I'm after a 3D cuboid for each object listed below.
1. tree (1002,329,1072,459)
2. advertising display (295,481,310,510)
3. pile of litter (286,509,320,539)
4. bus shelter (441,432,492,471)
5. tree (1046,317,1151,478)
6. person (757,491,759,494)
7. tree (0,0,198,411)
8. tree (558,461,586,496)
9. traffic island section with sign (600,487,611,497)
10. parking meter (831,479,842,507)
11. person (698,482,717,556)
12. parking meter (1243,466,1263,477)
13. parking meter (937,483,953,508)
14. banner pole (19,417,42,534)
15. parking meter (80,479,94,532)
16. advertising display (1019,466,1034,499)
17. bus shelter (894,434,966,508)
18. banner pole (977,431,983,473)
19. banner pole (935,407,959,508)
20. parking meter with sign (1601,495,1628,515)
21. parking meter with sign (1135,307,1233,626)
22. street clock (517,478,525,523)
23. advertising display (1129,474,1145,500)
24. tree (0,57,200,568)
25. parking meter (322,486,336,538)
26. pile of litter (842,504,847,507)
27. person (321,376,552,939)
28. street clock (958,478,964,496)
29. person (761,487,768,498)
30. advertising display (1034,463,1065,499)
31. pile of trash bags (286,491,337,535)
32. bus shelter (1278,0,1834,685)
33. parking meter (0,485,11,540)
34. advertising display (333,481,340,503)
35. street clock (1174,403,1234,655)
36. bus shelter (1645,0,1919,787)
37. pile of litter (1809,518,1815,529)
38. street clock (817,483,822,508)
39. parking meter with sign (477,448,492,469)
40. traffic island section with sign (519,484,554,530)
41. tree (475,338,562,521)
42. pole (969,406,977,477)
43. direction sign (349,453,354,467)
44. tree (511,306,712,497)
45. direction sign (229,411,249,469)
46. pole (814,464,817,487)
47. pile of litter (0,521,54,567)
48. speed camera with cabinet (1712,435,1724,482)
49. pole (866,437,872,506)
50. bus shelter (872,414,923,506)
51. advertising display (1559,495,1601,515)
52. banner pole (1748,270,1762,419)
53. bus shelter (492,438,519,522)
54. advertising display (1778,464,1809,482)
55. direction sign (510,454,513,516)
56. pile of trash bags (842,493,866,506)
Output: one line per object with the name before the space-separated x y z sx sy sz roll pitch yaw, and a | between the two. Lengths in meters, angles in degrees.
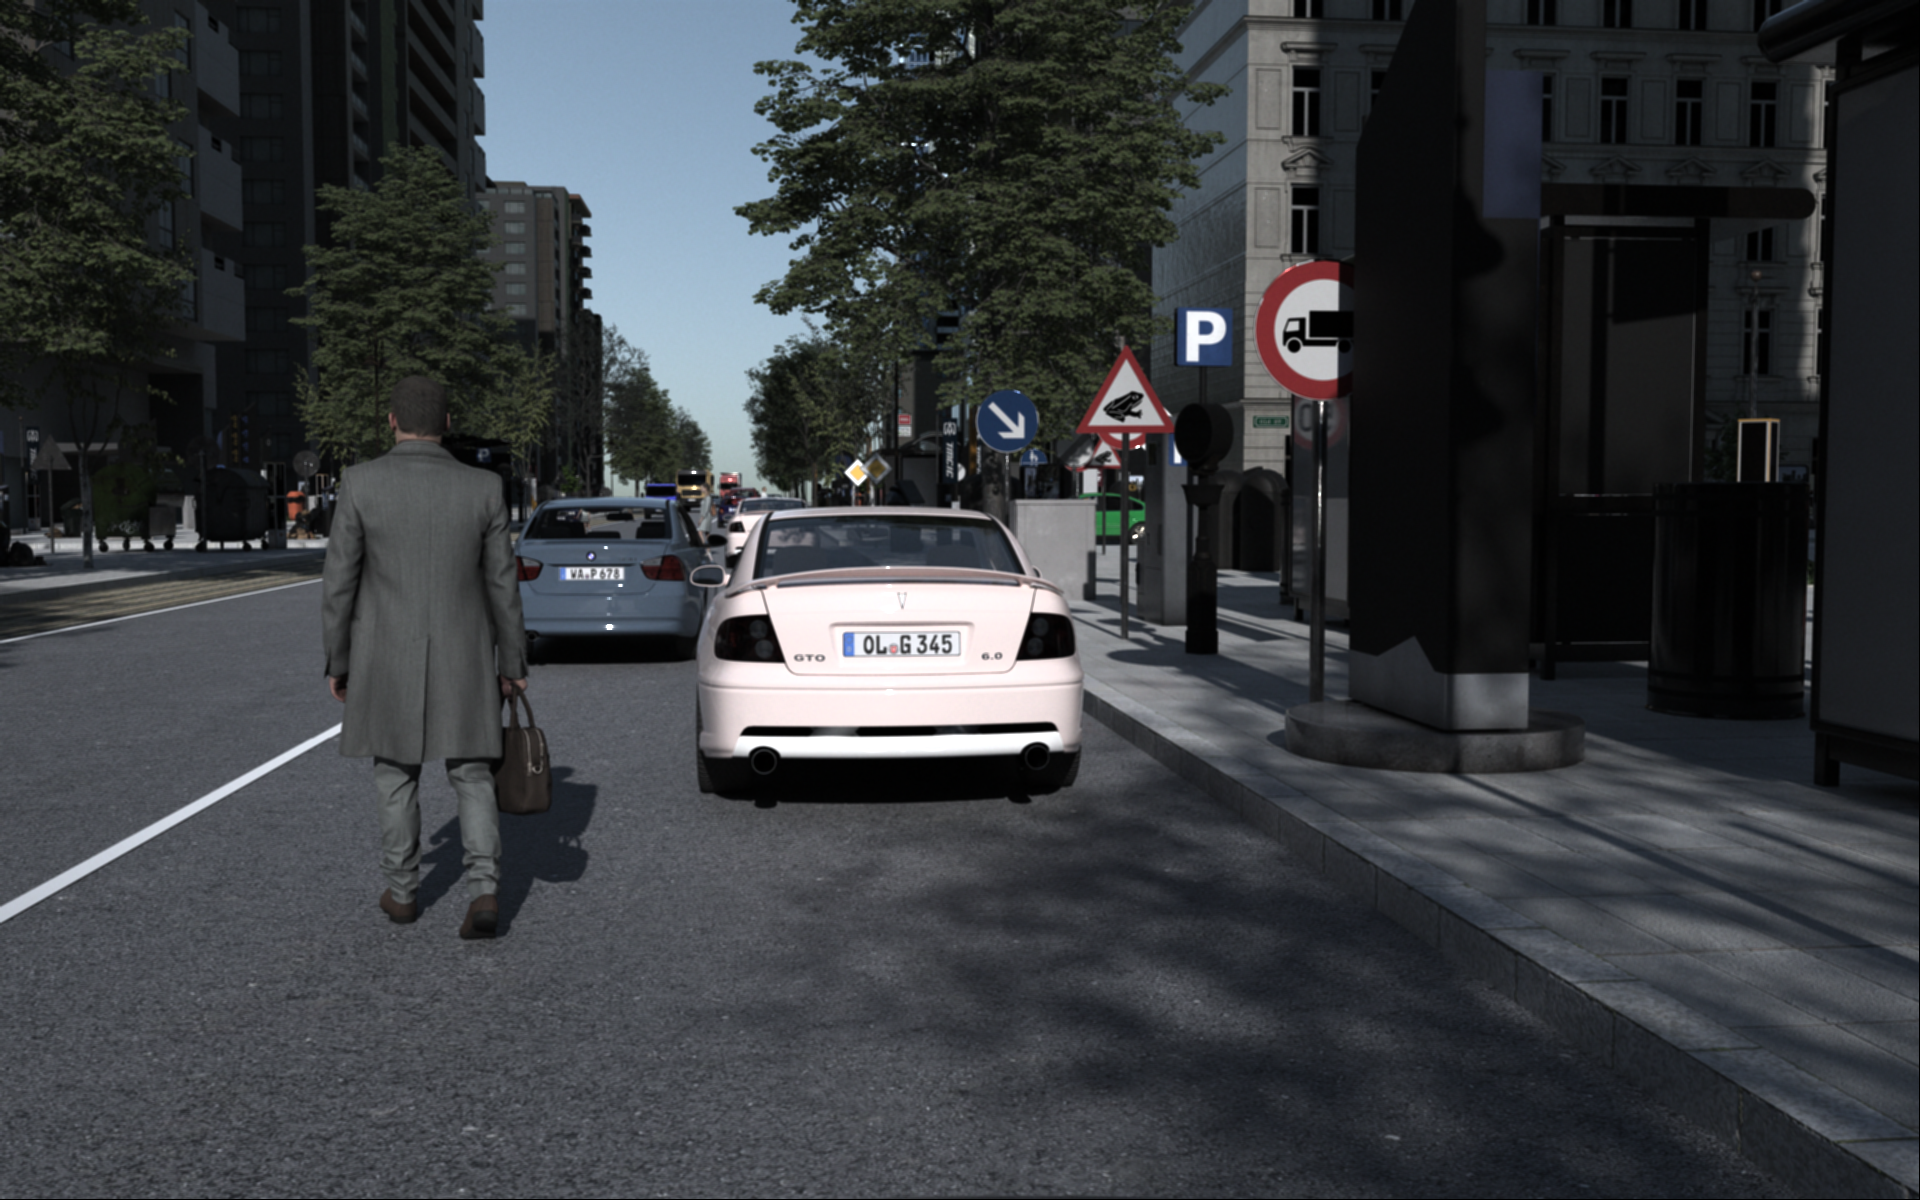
tree | 2.825 -7.536 73.575 4.737 8.622 4.395 0 3 0
advertising display | -31.682 -4.788 83.497 0.123 1.923 0.974 1 4 13
pile of litter | -18.909 -2.165 49.370 1.176 0.858 1.719 -3 5 -42
bus shelter | -20.048 -4.730 68.615 1.731 3.624 6.357 0 4 -7
tree | 5.232 -7.186 67.853 4.360 8.622 3.978 0 3 0
person | -27.211 -13.776 233.364 1.348 1.869 0.705 2 4 23
tree | -13.772 -6.364 22.175 7.486 12.596 7.792 0 3 0
tree | -22.784 -6.469 100.377 1.663 3.219 1.824 0 3 0
traffic island section with sign | -19.824 -5.409 97.070 1.989 1.847 2.006 0 4 -6
parking meter | -4.697 -3.686 65.984 0.399 1.863 0.255 -3 5 -43
person | -5.880 -1.869 40.063 0.522 1.701 0.512 -1 4 -15
parking meter | 6.217 -1.906 36.876 0.399 1.863 0.255 3 5 40
parking meter | -0.367 -2.018 41.398 0.372 1.533 0.369 0 3 0
banner pole | -30.221 -4.051 56.249 0.401 3.779 0.863 2 4 27
parking meter | -29.288 -3.206 58.130 0.399 1.863 0.255 -2 4 -30
advertising display | 1.562 -2.099 39.527 0.123 1.923 0.974 1 4 20
bus shelter | -1.110 -4.124 61.350 2.014 3.302 5.546 0 4 -7
banner pole | 0.686 -3.942 54.465 0.863 3.779 0.401 -3 5 -40
banner pole | -0.439 -3.675 50.108 0.863 3.779 0.401 -1 4 -21
parking meter with sign | 13.356 -2.386 35.274 0.543 3.016 1.738 1 4 11
parking meter with sign | 2.130 -1.274 17.088 0.543 3.016 1.738 -1 4 -10
street clock | -19.607 -4.449 77.310 0.358 2.002 0.471 0 4 1
advertising display | 5.713 -3.164 56.950 0.974 1.923 0.123 -3 5 -45
tree | -14.980 -4.839 29.474 4.737 8.622 4.395 0 3 0
parking meter | -18.649 -2.616 51.188 0.372 1.533 0.369 0 3 0
pile of litter | -5.121 -3.833 76.631 1.719 0.858 1.176 1 4 13
person | -1.726 0.178 5.685 0.694 1.812 0.767 -1 4 -23
street clock | 0.056 -4.323 75.254 0.358 2.002 0.471 2 4 30
person | -10.037 -4.870 88.348 0.641 1.798 0.478 3 4 37
advertising display | 1.916 -1.915 36.521 0.123 1.923 0.974 -2 4 -26
pile of trash bags | -19.964 -2.758 54.839 1.912 1.369 3.447 1 4 22
bus shelter | 4.342 -2.352 16.087 2.179 5.291 8.768 0 4 -6
parking meter | -26.527 -2.419 47.962 0.372 1.533 0.369 0 3 0
advertising display | -31.355 -5.053 87.826 0.123 1.923 0.974 2 4 30
street clock | 1.947 -0.570 13.891 0.358 2.002 0.471 -2 4 -33
bus shelter | 4.730 -1.744 6.144 2.179 5.291 8.768 0 4 -7
pile of litter | 31.003 -3.033 63.558 1.176 0.858 1.719 -1 4 -12
street clock | -9.565 -6.866 116.825 0.471 2.002 0.358 1 4 11
parking meter with sign | -17.931 -4.166 64.377 0.543 3.016 1.738 0 4 3
traffic island section with sign | -16.747 -3.762 70.133 1.989 1.847 2.006 0 4 -6
tree | -20.740 -8.045 81.893 4.737 8.622 4.395 0 3 0
pole | 0.300 -2.834 40.181 0.158 3.312 0.155 0 3 0
direction sign | -33.384 -6.306 95.102 0.379 3.537 0.876 0 4 -5
tree | -24.616 -12.456 114.025 12.009 13.543 11.850 0 3 0
direction sign | -19.762 -3.398 47.557 0.379 3.537 0.876 0 4 8
pole | -9.634 -7.441 115.501 0.158 3.312 0.155 0 3 0
pile of litter | -17.056 -1.019 30.634 1.719 0.858 1.176 -1 4 -10
speed camera with cabinet | 25.780 -3.864 57.516 0.660 3.252 2.038 0 4 -7
pole | -3.259 -4.166 61.965 0.158 3.312 0.155 0 3 0
bus shelter | -3.204 -6.514 84.140 2.179 5.291 8.768 0 4 -7
advertising display | 13.301 -1.955 37.177 0.974 1.923 0.123 3 5 40
banner pole | 8.814 -1.788 19.252 0.401 3.779 0.863 1 4 21
bus shelter | -20.524 -5.159 75.631 1.731 3.624 6.357 0 4 -7
advertising display | 17.955 -1.982 37.625 0.974 1.923 0.123 -1 4 -13
direction sign | -26.174 -6.647 100.678 0.379 3.537 0.876 -1 4 -18
pile of trash bags | -4.734 -4.255 79.315 1.912 1.369 3.447 0 4 -3
